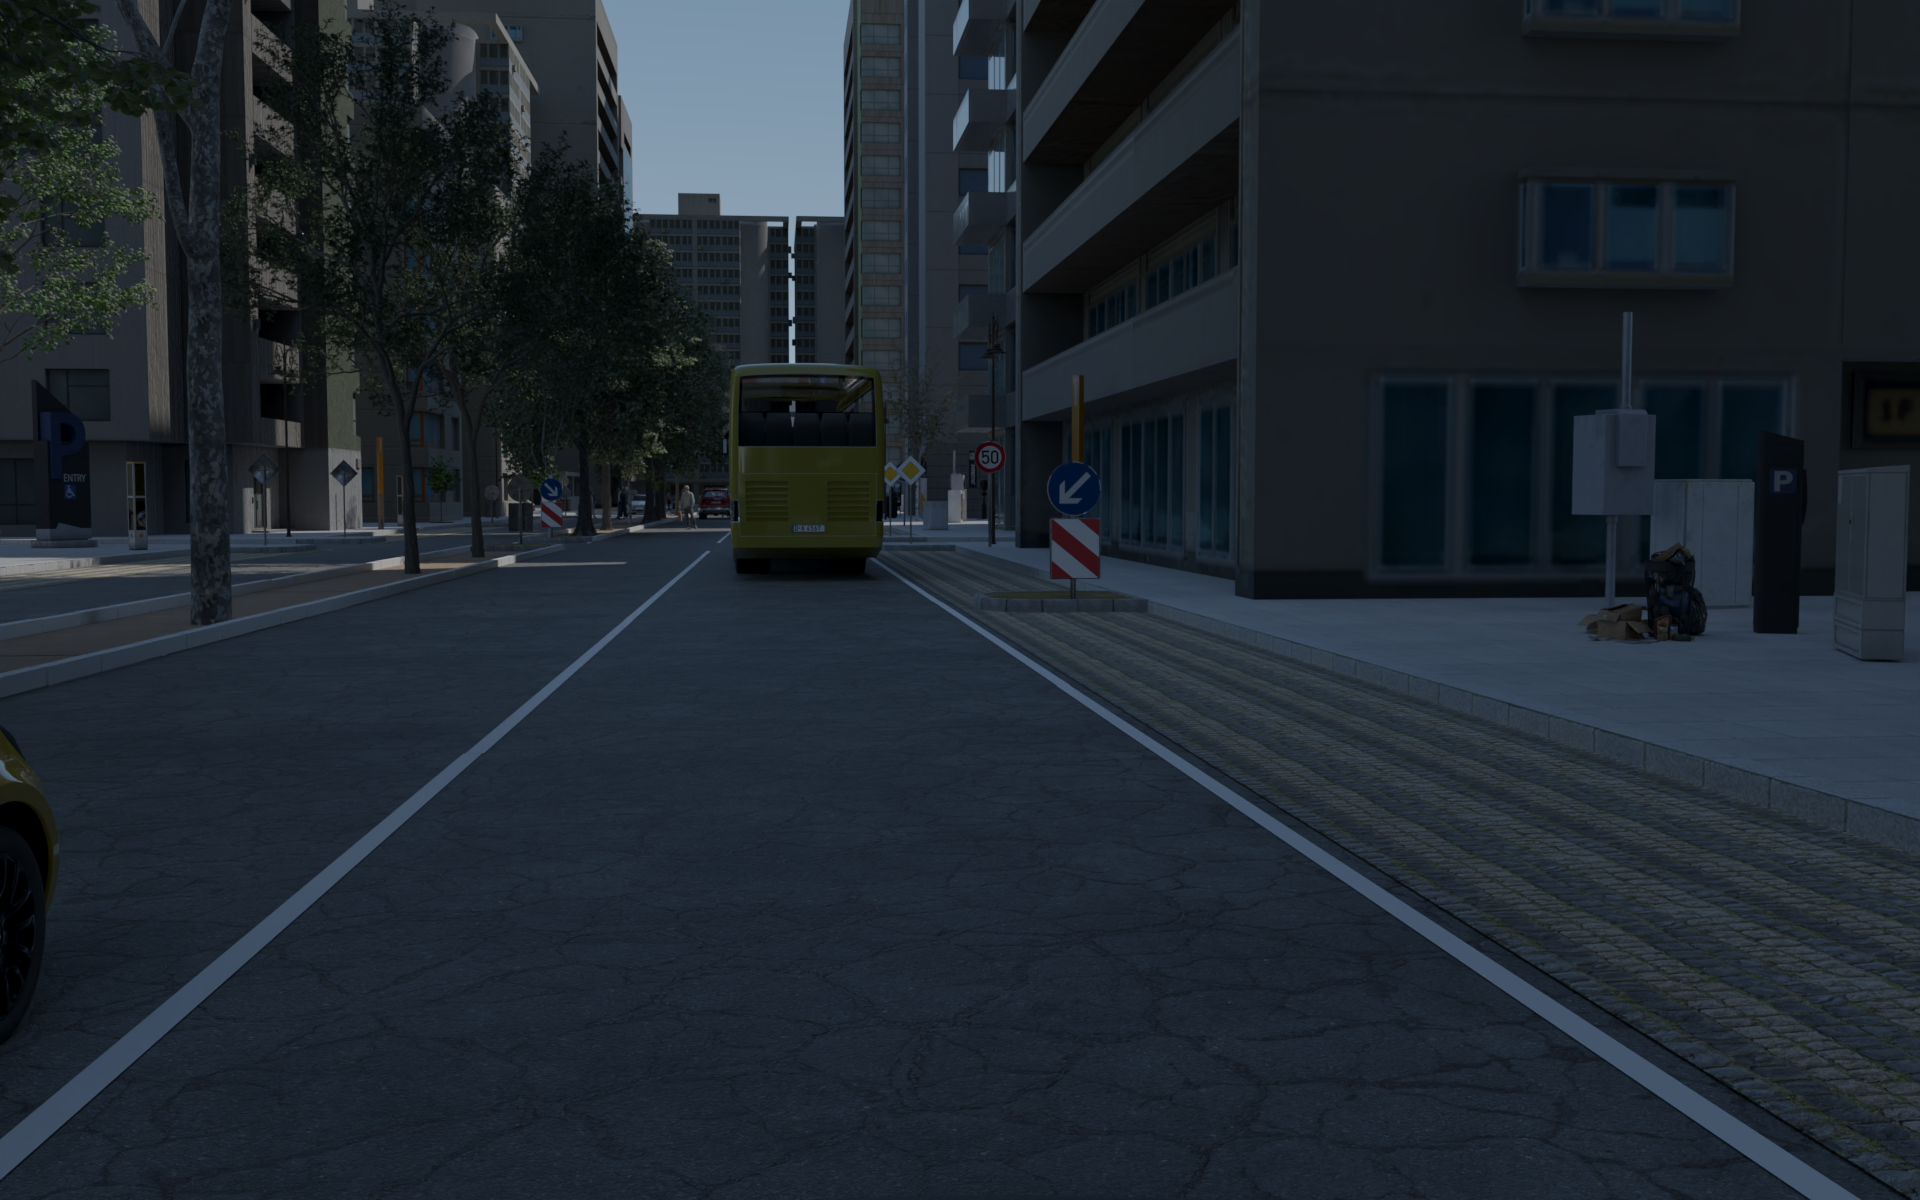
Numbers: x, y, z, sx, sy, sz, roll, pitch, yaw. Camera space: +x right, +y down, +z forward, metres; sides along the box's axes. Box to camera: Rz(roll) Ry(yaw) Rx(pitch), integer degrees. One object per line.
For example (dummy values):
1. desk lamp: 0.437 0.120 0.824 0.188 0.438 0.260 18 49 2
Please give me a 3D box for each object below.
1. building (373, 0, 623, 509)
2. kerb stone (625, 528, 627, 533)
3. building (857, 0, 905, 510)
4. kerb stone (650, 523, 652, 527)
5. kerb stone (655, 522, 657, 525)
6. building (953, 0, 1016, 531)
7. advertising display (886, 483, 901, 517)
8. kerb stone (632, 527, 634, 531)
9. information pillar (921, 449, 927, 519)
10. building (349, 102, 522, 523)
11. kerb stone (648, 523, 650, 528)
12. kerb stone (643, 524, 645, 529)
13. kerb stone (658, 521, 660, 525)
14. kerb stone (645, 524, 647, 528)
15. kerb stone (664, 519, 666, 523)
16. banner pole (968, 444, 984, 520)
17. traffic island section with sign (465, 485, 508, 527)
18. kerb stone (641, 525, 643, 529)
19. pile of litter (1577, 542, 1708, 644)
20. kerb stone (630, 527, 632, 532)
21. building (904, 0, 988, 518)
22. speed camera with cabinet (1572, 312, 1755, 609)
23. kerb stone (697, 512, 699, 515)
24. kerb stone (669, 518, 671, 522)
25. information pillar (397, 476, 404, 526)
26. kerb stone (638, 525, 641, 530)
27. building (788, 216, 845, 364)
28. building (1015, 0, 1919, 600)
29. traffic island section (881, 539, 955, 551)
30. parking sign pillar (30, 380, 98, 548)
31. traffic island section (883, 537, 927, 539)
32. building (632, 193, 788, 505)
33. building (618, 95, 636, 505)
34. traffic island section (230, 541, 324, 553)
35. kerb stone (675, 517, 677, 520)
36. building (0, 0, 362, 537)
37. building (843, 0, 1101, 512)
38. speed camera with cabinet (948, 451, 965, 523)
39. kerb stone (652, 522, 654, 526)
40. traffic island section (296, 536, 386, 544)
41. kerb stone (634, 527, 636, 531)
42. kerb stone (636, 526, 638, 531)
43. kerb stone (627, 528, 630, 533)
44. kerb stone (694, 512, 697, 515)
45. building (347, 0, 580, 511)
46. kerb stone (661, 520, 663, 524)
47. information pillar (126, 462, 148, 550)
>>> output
1. building: -42.926 -32.728 158.806 21.300 48.544 21.600 0 4 -6
2. kerb stone: -12.081 -2.426 61.854 0.120 0.150 1.000 0 4 -6
3. building: -1.461 -28.097 142.976 14.154 41.232 14.086 0 4 -6
4. kerb stone: -13.382 -3.168 74.073 0.120 0.150 1.000 0 4 -6
5. kerb stone: -13.714 -3.359 77.131 0.120 0.150 1.000 0 4 -6
6. building: 14.929 -27.243 65.032 30.456 49.044 23.786 0 4 -6
7. advertising display: -3.765 -5.654 97.653 0.974 1.923 0.123 1 4 23
8. kerb stone: -12.412 -2.613 64.917 0.120 0.150 1.000 0 4 -6
9. information pillar: -1.863 -5.996 89.387 0.183 3.616 0.504 2 4 30
10. building: -39.083 -14.979 89.939 27.650 21.520 28.899 0 4 -6
11. kerb stone: -13.272 -3.111 73.056 0.120 0.150 1.000 0 4 -6
12. kerb stone: -12.953 -2.924 70.002 0.120 0.150 1.000 0 4 -6
13. kerb stone: -13.934 -3.486 79.184 0.120 0.150 1.000 0 4 -6
14. kerb stone: -13.056 -2.980 71.020 0.120 0.150 1.000 0 4 -6
15. kerb stone: -14.364 -3.732 83.250 0.120 0.150 1.000 0 4 -6
16. banner pole: 0.789 -5.943 87.180 0.863 3.779 0.401 2 4 32
17. traffic island section with sign: -20.386 -4.084 75.398 1.989 1.847 2.006 0 4 -6
18. kerb stone: -12.838 -2.858 68.987 0.120 0.150 1.000 0 4 -6
19. pile of litter: 6.120 -0.100 15.593 1.719 0.858 1.176 -3 5 -41
20. kerb stone: -12.300 -2.551 63.901 0.120 0.150 1.000 0 4 -6
21. building: 7.138 -34.386 104.216 21.231 58.520 28.212 0 4 -6
22. speed camera with cabinet: 7.855 -1.528 19.319 2.038 3.252 0.660 -1 4 -18
23. kerb stone: -18.611 -6.164 122.992 0.120 0.150 1.000 0 4 -6
24. kerb stone: -14.800 -3.984 87.326 0.120 0.150 1.000 0 4 -6
25. information pillar: -22.285 -3.960 69.232 0.304 2.012 0.304 2 4 26
26. kerb stone: -12.728 -2.800 67.968 0.120 0.150 1.000 0 4 -6
27. building: -10.069 -32.819 228.464 23.993 40.220 32.217 0 4 -6
28. building: 13.039 -24.916 31.084 21.300 48.544 21.600 0 4 -6
29. traffic island section: -1.246 -1.369 44.656 2.009 0.180 2.903 0 4 -6
30. parking sign pillar: -21.516 -3.244 41.504 1.447 3.967 1.447 1 4 16
31. traffic island section: -2.094 -1.854 52.597 2.009 0.180 2.903 0 4 -6
32. building: -33.982 -32.695 226.444 23.993 40.220 32.217 0 4 -6
33. building: -43.612 -33.051 190.491 14.200 45.320 14.600 0 4 -6
34. traffic island section: -17.247 -1.265 42.959 2.009 0.180 2.903 0 4 -6
35. kerb stone: -15.348 -4.290 92.420 0.120 0.150 1.000 0 4 -6
36. building: -28.713 -17.426 56.616 14.160 30.474 14.107 0 4 -6
37. building: 0.306 -32.880 161.284 21.300 48.544 21.600 0 4 -6
38. speed camera with cabinet: -0.148 -5.126 78.147 0.660 3.252 2.038 0 4 6
39. kerb stone: -13.493 -3.233 75.093 0.120 0.150 1.000 0 4 -6
40. traffic island section: -18.095 -1.750 50.899 2.009 0.180 2.903 0 4 -6
41. kerb stone: -12.523 -2.673 65.933 0.120 0.150 1.000 0 4 -6
42. kerb stone: -12.632 -2.735 66.951 0.120 0.150 1.000 0 4 -6
43. kerb stone: -12.189 -2.488 62.875 0.120 0.150 1.000 0 4 -6
44. kerb stone: -17.854 -5.729 115.860 0.120 0.150 1.000 0 4 -6
45. building: -46.680 -27.099 134.954 32.217 40.220 23.993 0 4 -6
46. kerb stone: -14.151 -3.610 81.217 0.120 0.150 1.000 0 4 -6
47. information pillar: -18.794 -2.145 39.559 0.304 2.012 0.304 3 4 37
